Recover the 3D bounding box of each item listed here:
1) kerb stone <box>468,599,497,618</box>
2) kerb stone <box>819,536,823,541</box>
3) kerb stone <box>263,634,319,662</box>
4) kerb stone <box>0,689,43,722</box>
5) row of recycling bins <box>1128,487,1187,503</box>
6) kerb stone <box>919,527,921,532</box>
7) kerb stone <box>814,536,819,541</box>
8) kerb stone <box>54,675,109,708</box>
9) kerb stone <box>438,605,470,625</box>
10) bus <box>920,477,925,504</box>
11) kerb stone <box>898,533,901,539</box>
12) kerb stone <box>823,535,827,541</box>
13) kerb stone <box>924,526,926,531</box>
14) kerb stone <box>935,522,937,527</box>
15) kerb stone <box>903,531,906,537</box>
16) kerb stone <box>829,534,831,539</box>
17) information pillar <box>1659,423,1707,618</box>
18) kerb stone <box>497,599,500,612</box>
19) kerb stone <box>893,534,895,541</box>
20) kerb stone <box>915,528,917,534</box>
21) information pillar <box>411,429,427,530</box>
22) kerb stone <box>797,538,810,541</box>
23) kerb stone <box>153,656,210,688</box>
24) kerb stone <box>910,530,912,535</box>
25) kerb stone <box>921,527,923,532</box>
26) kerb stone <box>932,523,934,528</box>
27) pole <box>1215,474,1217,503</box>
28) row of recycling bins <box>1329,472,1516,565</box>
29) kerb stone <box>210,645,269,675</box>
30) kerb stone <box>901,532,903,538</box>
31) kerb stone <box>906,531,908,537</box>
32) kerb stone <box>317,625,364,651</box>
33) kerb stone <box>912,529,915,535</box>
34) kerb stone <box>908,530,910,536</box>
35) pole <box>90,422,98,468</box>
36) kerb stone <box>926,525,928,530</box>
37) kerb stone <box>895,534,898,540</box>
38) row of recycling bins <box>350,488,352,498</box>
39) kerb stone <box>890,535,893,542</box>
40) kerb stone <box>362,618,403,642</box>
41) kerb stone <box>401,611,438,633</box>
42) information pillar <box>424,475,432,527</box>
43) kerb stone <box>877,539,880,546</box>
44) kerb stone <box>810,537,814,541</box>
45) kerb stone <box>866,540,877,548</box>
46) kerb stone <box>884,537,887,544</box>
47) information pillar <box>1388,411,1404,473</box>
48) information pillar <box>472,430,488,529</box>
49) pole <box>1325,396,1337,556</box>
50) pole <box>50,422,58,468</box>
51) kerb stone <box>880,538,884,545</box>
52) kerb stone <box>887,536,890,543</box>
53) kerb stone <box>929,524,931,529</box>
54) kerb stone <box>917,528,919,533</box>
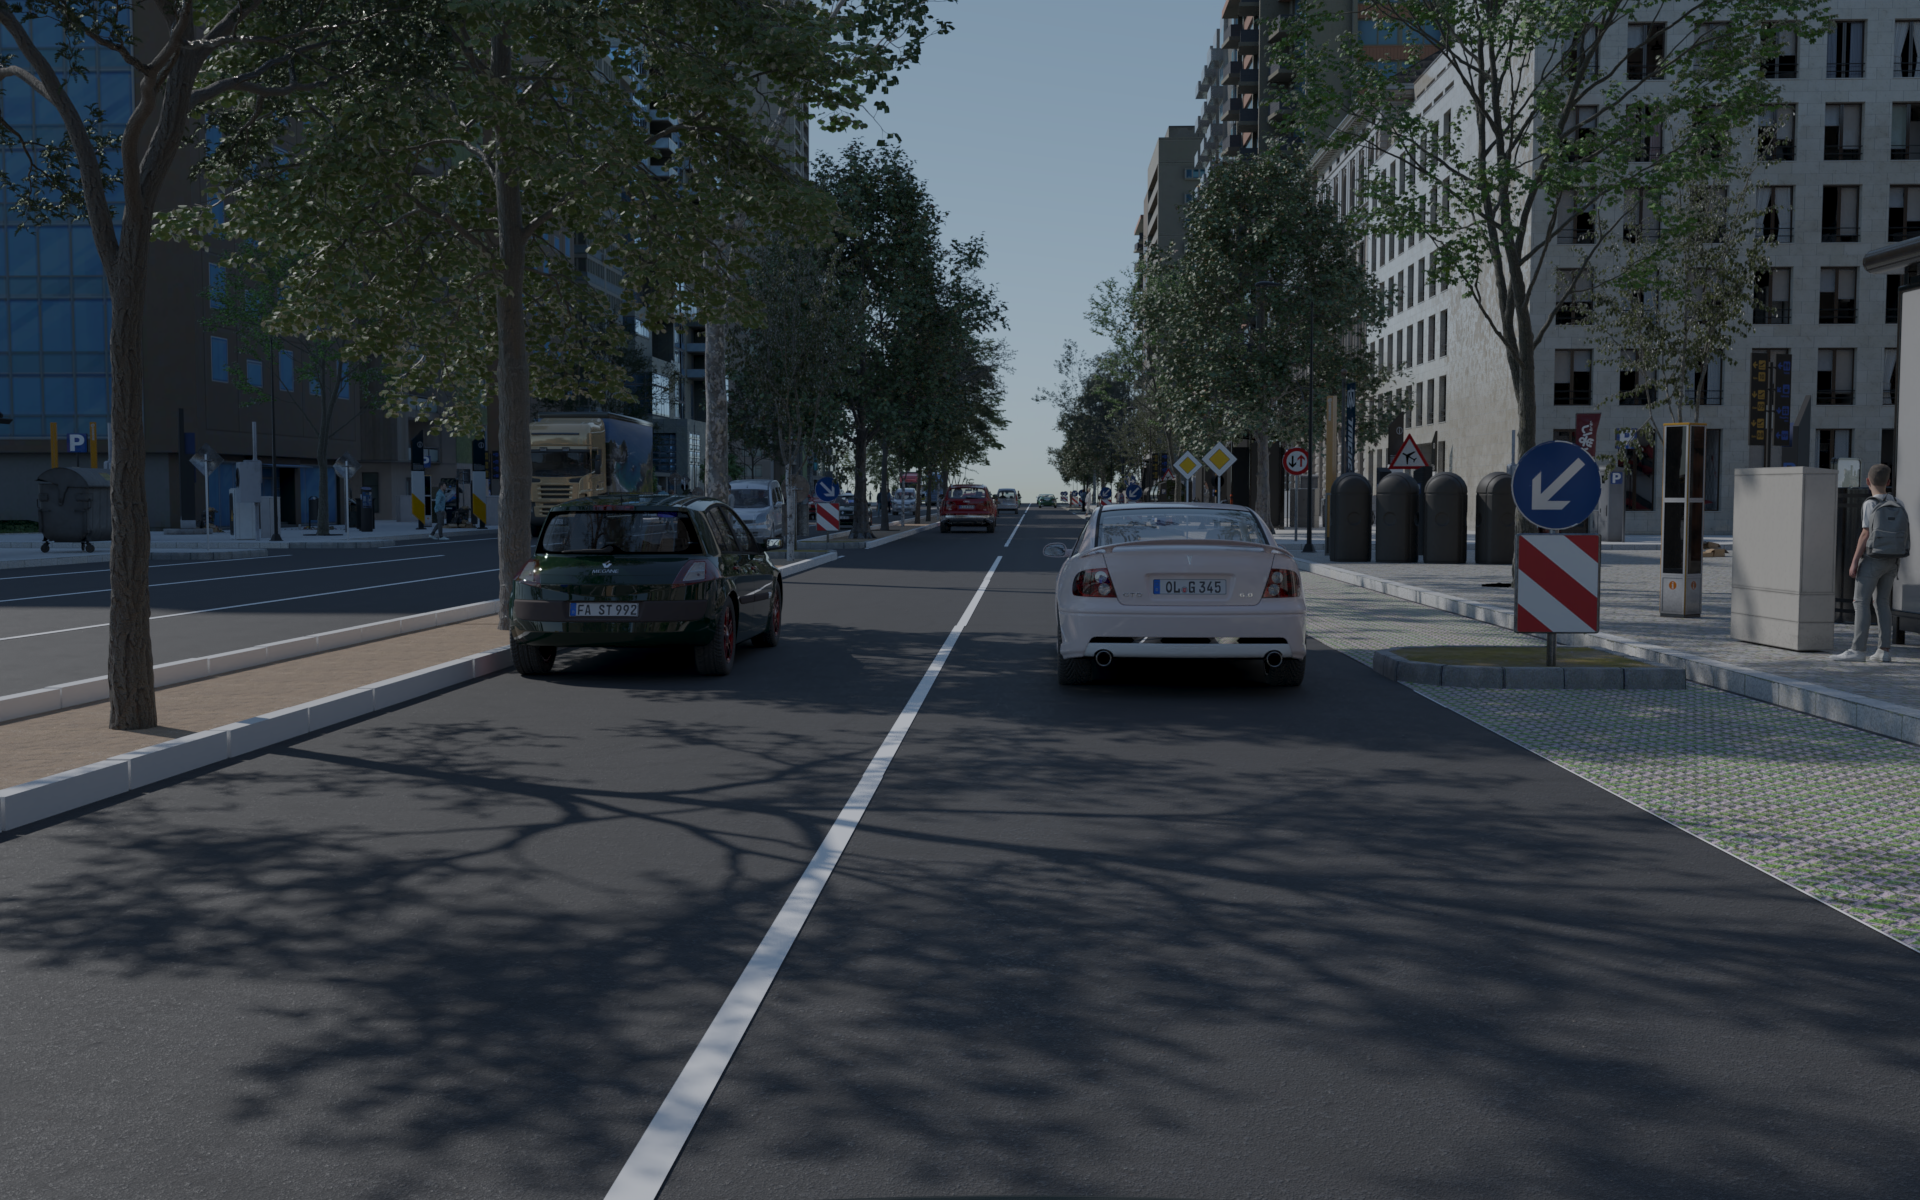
[{"bbox_3d":[-5.649,0.121,20.232,0.120,0.150,1.000,0,4,3],"label":"kerb stone"},{"bbox_3d":[-4.278,-1.793,51.518,0.120,0.150,1.000,0,4,3],"label":"kerb stone"},{"bbox_3d":[-5.878,0.436,15.104,0.120,0.150,1.000,0,4,3],"label":"kerb stone"},{"bbox_3d":[-6.052,0.694,10.996,0.120,0.150,1.000,0,4,3],"label":"kerb stone"},{"bbox_3d":[11.743,-5.879,103.235,3.534,1.692,1.069,-1,4,-17],"label":"row of recycling bins"},{"bbox_3d":[-1.632,-2.540,63.723,0.120,0.150,1.000,0,4,3],"label":"kerb stone"},{"bbox_3d":[-4.316,-1.731,50.496,0.120,0.150,1.000,0,4,3],"label":"kerb stone"},{"bbox_3d":[-6.009,0.626,12.017,0.120,0.150,1.000,0,4,3],"label":"kerb stone"},{"bbox_3d":[-5.689,0.183,19.210,0.120,0.150,1.000,0,4,3],"label":"kerb stone"},{"bbox_3d":[-4.942,-15.381,243.024,2.896,3.916,12.252,0,4,1],"label":"bus"},{"bbox_3d":[-2.042,-1.977,54.512,0.120,0.150,1.000,0,4,3],"label":"kerb stone"},{"bbox_3d":[-4.228,-1.856,52.539,0.120,0.150,1.000,0,4,3],"label":"kerb stone"},{"bbox_3d":[-1.506,-2.725,66.789,0.120,0.150,1.000,0,4,3],"label":"kerb stone"},{"bbox_3d":[-1.181,-3.166,73.961,0.120,0.150,1.000,0,4,3],"label":"kerb stone"},{"bbox_3d":[-1.950,-2.102,56.568,0.120,0.150,1.000,0,4,3],"label":"kerb stone"},{"bbox_3d":[-4.181,-1.918,53.560,0.120,0.150,1.000,0,4,3],"label":"kerb stone"},{"bbox_3d":[7.513,-0.826,18.003,0.304,2.012,0.304,-2,4,-34],"label":"information pillar"},{"bbox_3d":[-5.600,0.059,21.275,0.120,0.150,1.000,0,4,3],"label":"kerb stone"},{"bbox_3d":[-2.134,-1.852,52.469,0.120,0.150,1.000,0,4,3],"label":"kerb stone"},{"bbox_3d":[-1.728,-2.415,61.677,0.120,0.150,1.000,0,4,3],"label":"kerb stone"},{"bbox_3d":[-19.557,-4.352,62.516,0.183,3.616,0.504,3,5,41],"label":"information pillar"},{"bbox_3d":[-4.404,-1.606,48.454,0.120,0.150,1.000,0,4,3],"label":"kerb stone"},{"bbox_3d":[-5.962,0.560,13.041,0.120,0.150,1.000,0,4,3],"label":"kerb stone"},{"bbox_3d":[-1.821,-2.290,59.636,0.120,0.150,1.000,0,4,3],"label":"kerb stone"},{"bbox_3d":[-1.588,-2.602,64.744,0.120,0.150,1.000,0,4,3],"label":"kerb stone"},{"bbox_3d":[-1.270,-3.040,71.905,0.120,0.150,1.000,0,4,3],"label":"kerb stone"},{"bbox_3d":[11.913,-5.283,80.224,0.158,3.312,0.155,0,3,0],"label":"pole"},{"bbox_3d":[8.671,-1.546,32.393,3.534,1.692,1.069,2,4,25],"label":"row of recycling bins"},{"bbox_3d":[-5.917,0.503,14.076,0.120,0.150,1.000,0,4,3],"label":"kerb stone"},{"bbox_3d":[-1.992,-2.039,55.533,0.120,0.150,1.000,0,4,3],"label":"kerb stone"},{"bbox_3d":[-1.907,-2.165,57.589,0.120,0.150,1.000,0,4,3],"label":"kerb stone"},{"bbox_3d":[-5.827,0.371,16.133,0.120,0.150,1.000,0,4,3],"label":"kerb stone"},{"bbox_3d":[-1.767,-2.352,60.656,0.120,0.150,1.000,0,4,3],"label":"kerb stone"},{"bbox_3d":[-1.860,-2.227,58.610,0.120,0.150,1.000,0,4,3],"label":"kerb stone"},{"bbox_3d":[-24.546,-3.381,49.130,0.158,3.312,0.155,0,3,0],"label":"pole"},{"bbox_3d":[-1.459,-2.790,67.816,0.120,0.150,1.000,0,4,3],"label":"kerb stone"},{"bbox_3d":[-2.082,-1.914,53.491,0.120,0.150,1.000,0,4,3],"label":"kerb stone"},{"bbox_3d":[-28.376,-4.384,78.797,1.069,1.692,3.534,0,4,-6],"label":"row of recycling bins"},{"bbox_3d":[-2.180,-1.787,51.446,0.120,0.150,1.000,0,4,3],"label":"kerb stone"},{"bbox_3d":[-5.786,0.308,17.154,0.120,0.150,1.000,0,4,3],"label":"kerb stone"},{"bbox_3d":[-5.738,0.245,18.182,0.120,0.150,1.000,0,4,3],"label":"kerb stone"},{"bbox_3d":[-20.662,-3.829,67.095,0.304,2.012,0.304,-2,4,-35],"label":"information pillar"},{"bbox_3d":[-2.356,-1.534,47.349,0.120,0.150,1.000,0,4,3],"label":"kerb stone"},{"bbox_3d":[-4.362,-1.668,49.475,0.120,0.150,1.000,0,4,3],"label":"kerb stone"},{"bbox_3d":[-2.403,-1.476,46.328,0.120,0.150,1.000,0,4,3],"label":"kerb stone"},{"bbox_3d":[-2.265,-1.663,49.391,0.120,0.150,1.000,0,4,3],"label":"kerb stone"},{"bbox_3d":[12.295,-3.517,48.863,0.504,3.616,0.183,-1,4,-22],"label":"information pillar"},{"bbox_3d":[-17.579,-4.404,63.358,0.504,3.616,0.183,-3,5,-40],"label":"information pillar"},{"bbox_3d":[7.720,-2.581,36.047,0.158,3.312,0.155,0,3,0],"label":"pole"},{"bbox_3d":[-25.801,-3.398,49.399,0.158,3.312,0.155,0,3,0],"label":"pole"},{"bbox_3d":[-2.307,-1.601,48.370,0.120,0.150,1.000,0,4,3],"label":"kerb stone"},{"bbox_3d":[-2.216,-1.726,50.423,0.120,0.150,1.000,0,4,3],"label":"kerb stone"},{"bbox_3d":[-1.361,-2.912,69.861,0.120,0.150,1.000,0,4,3],"label":"kerb stone"},{"bbox_3d":[-1.678,-2.477,62.698,0.120,0.150,1.000,0,4,3],"label":"kerb stone"}]
